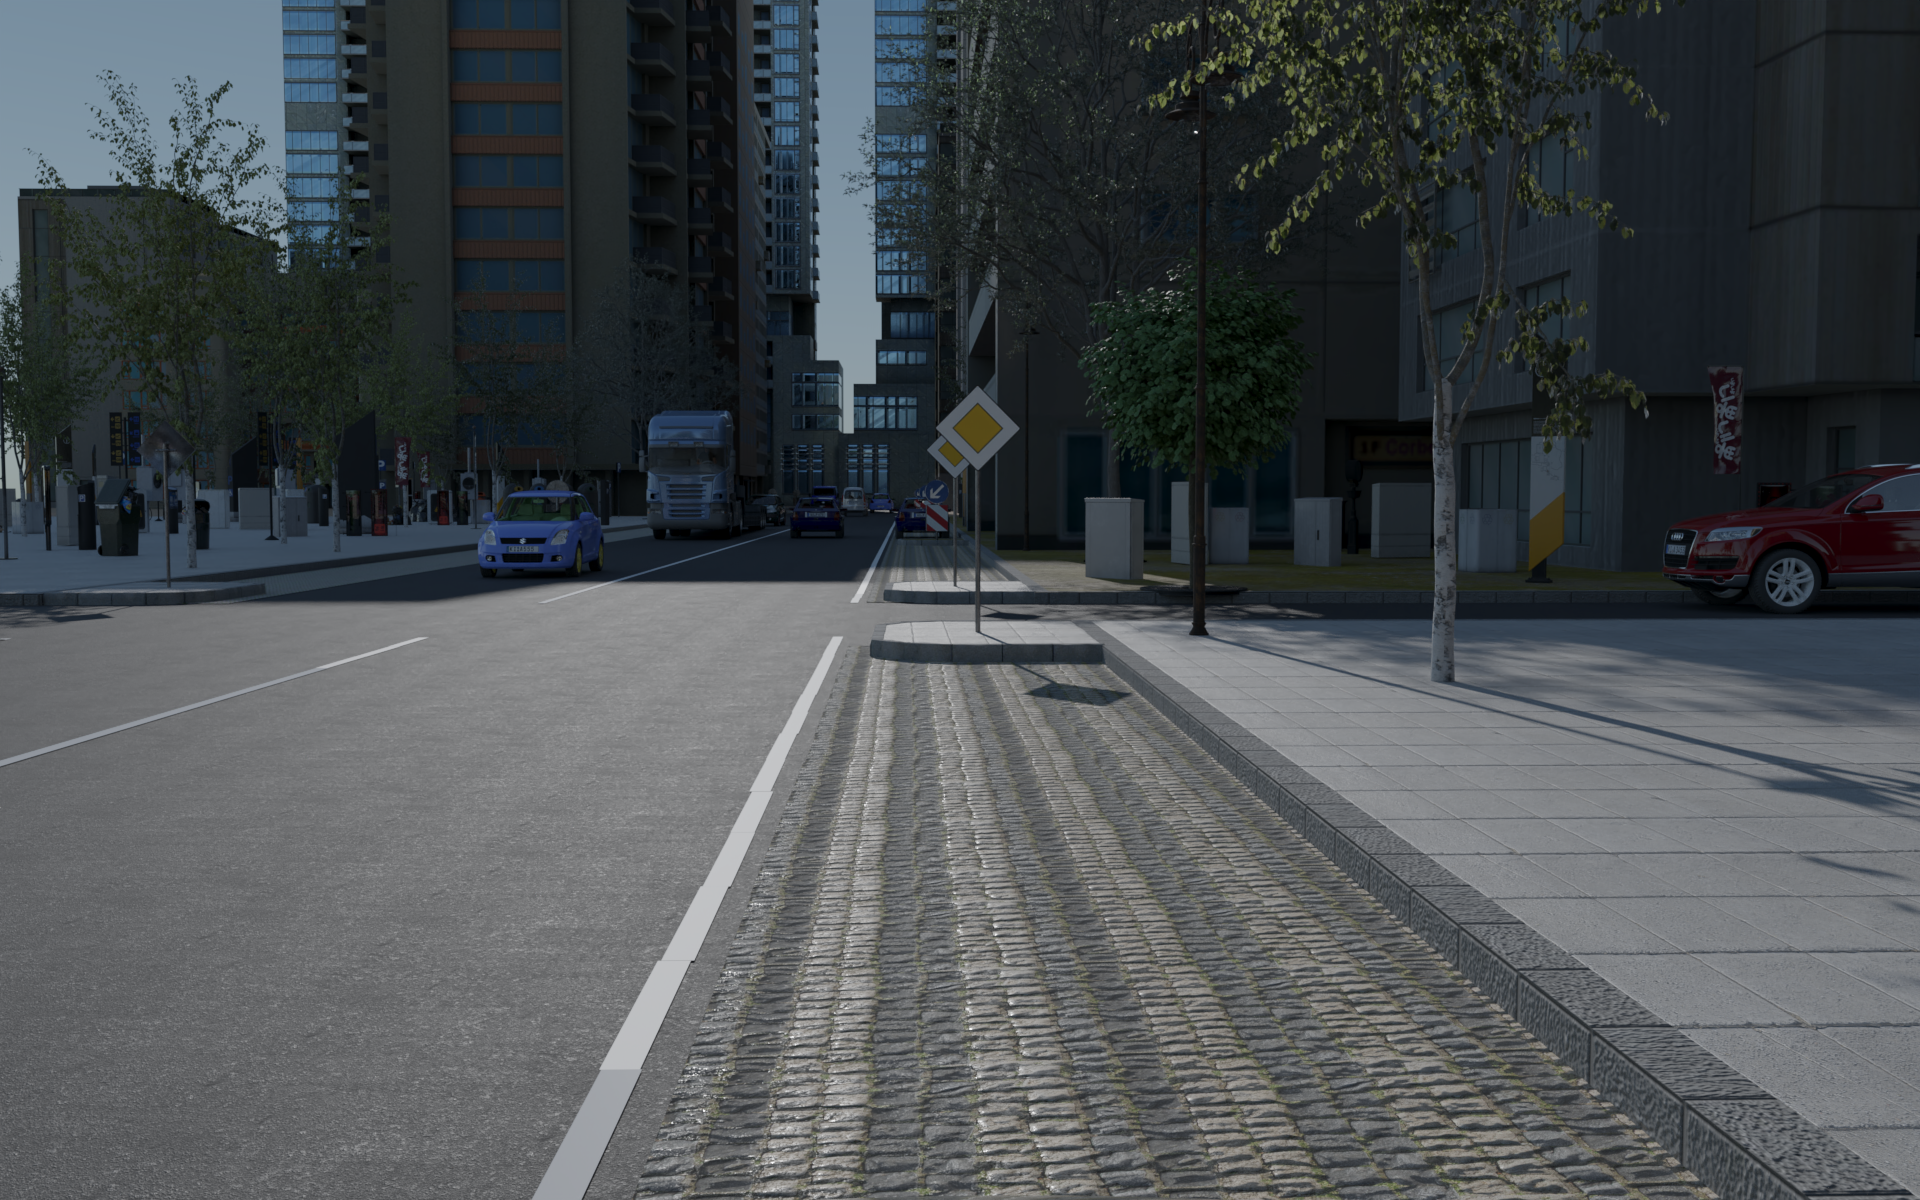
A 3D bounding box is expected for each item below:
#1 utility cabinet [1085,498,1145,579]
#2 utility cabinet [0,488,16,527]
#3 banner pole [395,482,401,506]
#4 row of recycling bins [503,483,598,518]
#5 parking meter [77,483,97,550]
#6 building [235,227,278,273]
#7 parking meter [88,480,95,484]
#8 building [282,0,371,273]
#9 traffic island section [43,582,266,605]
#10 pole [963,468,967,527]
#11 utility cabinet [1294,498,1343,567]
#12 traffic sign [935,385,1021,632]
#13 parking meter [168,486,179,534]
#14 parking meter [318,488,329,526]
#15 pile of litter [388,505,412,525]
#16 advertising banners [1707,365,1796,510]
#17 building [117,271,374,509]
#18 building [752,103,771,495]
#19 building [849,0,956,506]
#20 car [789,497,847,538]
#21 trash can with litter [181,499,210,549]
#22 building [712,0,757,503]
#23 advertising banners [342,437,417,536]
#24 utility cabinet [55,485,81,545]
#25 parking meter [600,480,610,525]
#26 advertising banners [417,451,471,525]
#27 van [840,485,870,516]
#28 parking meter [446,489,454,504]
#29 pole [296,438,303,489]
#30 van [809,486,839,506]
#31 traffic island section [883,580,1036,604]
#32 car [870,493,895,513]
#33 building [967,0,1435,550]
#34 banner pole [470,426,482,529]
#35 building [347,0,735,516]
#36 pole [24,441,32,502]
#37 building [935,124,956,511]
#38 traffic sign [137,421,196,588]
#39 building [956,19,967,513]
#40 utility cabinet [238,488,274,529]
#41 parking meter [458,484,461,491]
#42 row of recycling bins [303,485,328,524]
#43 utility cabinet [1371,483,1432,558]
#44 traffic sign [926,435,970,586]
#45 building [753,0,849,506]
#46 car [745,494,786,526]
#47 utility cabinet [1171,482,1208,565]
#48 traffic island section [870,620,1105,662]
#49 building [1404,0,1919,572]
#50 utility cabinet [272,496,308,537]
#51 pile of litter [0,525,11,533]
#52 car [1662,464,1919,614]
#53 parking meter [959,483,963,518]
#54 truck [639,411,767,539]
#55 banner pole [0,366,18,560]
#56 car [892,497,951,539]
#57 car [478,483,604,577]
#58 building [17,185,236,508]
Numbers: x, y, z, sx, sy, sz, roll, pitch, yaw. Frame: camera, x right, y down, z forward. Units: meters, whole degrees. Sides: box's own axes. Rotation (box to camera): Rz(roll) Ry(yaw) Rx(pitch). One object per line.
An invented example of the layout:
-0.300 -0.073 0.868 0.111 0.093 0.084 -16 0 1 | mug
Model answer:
2.362 -0.936 26.463 0.306 1.237 1.020 -3 4 -38 | utility cabinet
-37.301 -3.579 67.203 0.318 1.500 1.173 3 4 37 | utility cabinet
-25.147 -5.349 77.474 0.401 3.779 0.863 -2 4 -32 | banner pole
-15.501 -3.578 65.613 3.534 1.692 1.069 -1 4 -11 | row of recycling bins
-20.048 -1.917 39.758 0.372 1.533 0.369 0 3 0 | parking meter
-82.812 -25.403 187.033 14.107 30.474 14.160 0 4 -2 | building
-36.553 -4.110 72.908 0.255 1.863 0.399 -2 4 -27 | parking meter
-60.397 -53.682 190.373 31.000 86.520 22.319 0 4 -2 | building
-10.885 -0.092 23.784 2.009 0.180 2.903 0 4 -2 | traffic island section
0.208 -4.549 68.224 0.158 3.312 0.155 0 3 0 | pole
6.421 -1.221 31.121 0.306 1.237 1.020 -2 4 -27 | utility cabinet
0.163 -0.758 16.036 0.795 2.450 0.064 0 4 -2 | traffic sign
-25.473 -2.909 55.969 0.372 1.533 0.369 0 3 0 | parking meter
-25.341 -3.703 68.962 0.372 1.533 0.369 0 3 0 | parking meter
-23.402 -3.518 71.486 1.719 0.858 1.176 -3 4 -37 | pile of litter
11.174 -1.683 23.702 2.074 3.025 0.090 0 4 -5 | advertising banners
-56.776 -19.259 159.931 28.899 21.520 27.650 0 4 -2 | building
-29.751 -28.488 157.656 23.993 40.220 32.217 0 4 -2 | building
2.331 -53.789 192.125 31.000 86.520 22.319 0 4 -2 | building
-4.715 -2.745 57.462 1.945 1.354 3.894 0 4 -3 | car
-17.775 -1.767 40.283 0.624 1.170 1.055 -2 4 -26 | trash can with litter
-23.427 -29.608 134.203 14.600 45.320 14.200 0 4 -2 | building
-17.729 -3.459 52.740 2.074 3.025 0.090 0 4 -7 | advertising banners
-22.129 -2.104 43.074 0.318 1.500 1.173 -1 4 -9 | utility cabinet
-14.533 -3.986 70.887 0.255 1.863 0.399 1 4 12 | parking meter
-21.173 -4.577 71.016 2.074 3.025 0.090 -1 4 -15 | advertising banners
-6.837 -6.443 112.359 2.013 2.044 4.112 0 4 -1 | van
-25.937 -4.872 88.061 0.372 1.533 0.369 0 3 0 | parking meter
-24.015 -4.230 63.010 0.158 3.312 0.155 0 3 0 | pole
-10.020 -7.585 128.391 2.240 2.365 5.245 0 4 -2 | van
-0.048 -0.111 24.096 2.009 0.180 2.903 0 4 -2 | traffic island section
-5.895 -7.400 130.576 1.945 1.707 3.694 0 3 0 | car
11.186 -26.004 48.872 21.300 48.544 21.600 0 4 -2 | building
-17.699 -4.481 63.276 0.401 3.779 0.863 -1 4 -20 | banner pole
-26.550 -27.990 112.256 22.147 44.769 28.867 0 4 -2 | building
-36.023 -4.474 66.997 0.158 3.312 0.155 0 3 0 | pole
5.234 -22.418 138.237 14.160 30.474 14.107 0 4 -2 | building
-10.862 -1.228 23.723 0.795 2.450 0.064 0 4 -2 | traffic sign
10.249 -35.111 116.068 21.231 58.520 28.212 0 4 -2 | building
-25.319 -3.283 62.352 1.173 1.500 0.318 -2 4 -31 | utility cabinet
-26.541 -5.300 92.374 0.399 1.863 0.255 -1 4 -8 | parking meter
-28.539 -4.247 76.548 1.069 1.692 3.534 -2 4 -28 | row of recycling bins
8.822 -1.588 34.647 1.173 1.500 0.318 -1 4 -17 | utility cabinet
-0.072 -1.246 24.018 0.795 2.450 0.064 0 4 -2 | traffic sign
-28.653 -53.730 191.152 31.000 86.520 22.319 0 4 -2 | building
-8.848 -4.168 77.934 2.009 1.686 4.222 0 4 0 | car
4.179 -1.394 31.477 0.318 1.500 1.173 -1 4 -11 | utility cabinet
0.186 0.377 16.114 2.009 0.180 2.903 0 4 -2 | traffic island section
16.755 -21.221 30.562 14.086 41.232 14.154 0 4 -2 | building
-20.180 -2.510 52.198 0.306 1.237 1.020 2 4 32 | utility cabinet
-32.210 -2.645 57.219 1.176 0.858 1.719 3 5 40 | pile of litter
11.519 -0.790 21.585 5.304 1.827 2.281 0 4 0 | car
0.133 -5.393 93.887 0.255 1.863 0.399 -3 4 -37 | parking meter
-8.761 -4.404 61.770 2.967 4.110 18.799 0 4 -2 | truck
-18.941 -2.683 33.890 0.863 3.779 0.401 0 4 4 | banner pole
-1.239 -2.658 56.044 1.945 1.354 3.894 0 4 -3 | car
-7.445 -1.305 30.932 1.945 1.707 3.694 0 4 -3 | car
-79.467 -24.118 166.035 14.107 30.474 14.160 0 4 -2 | building
